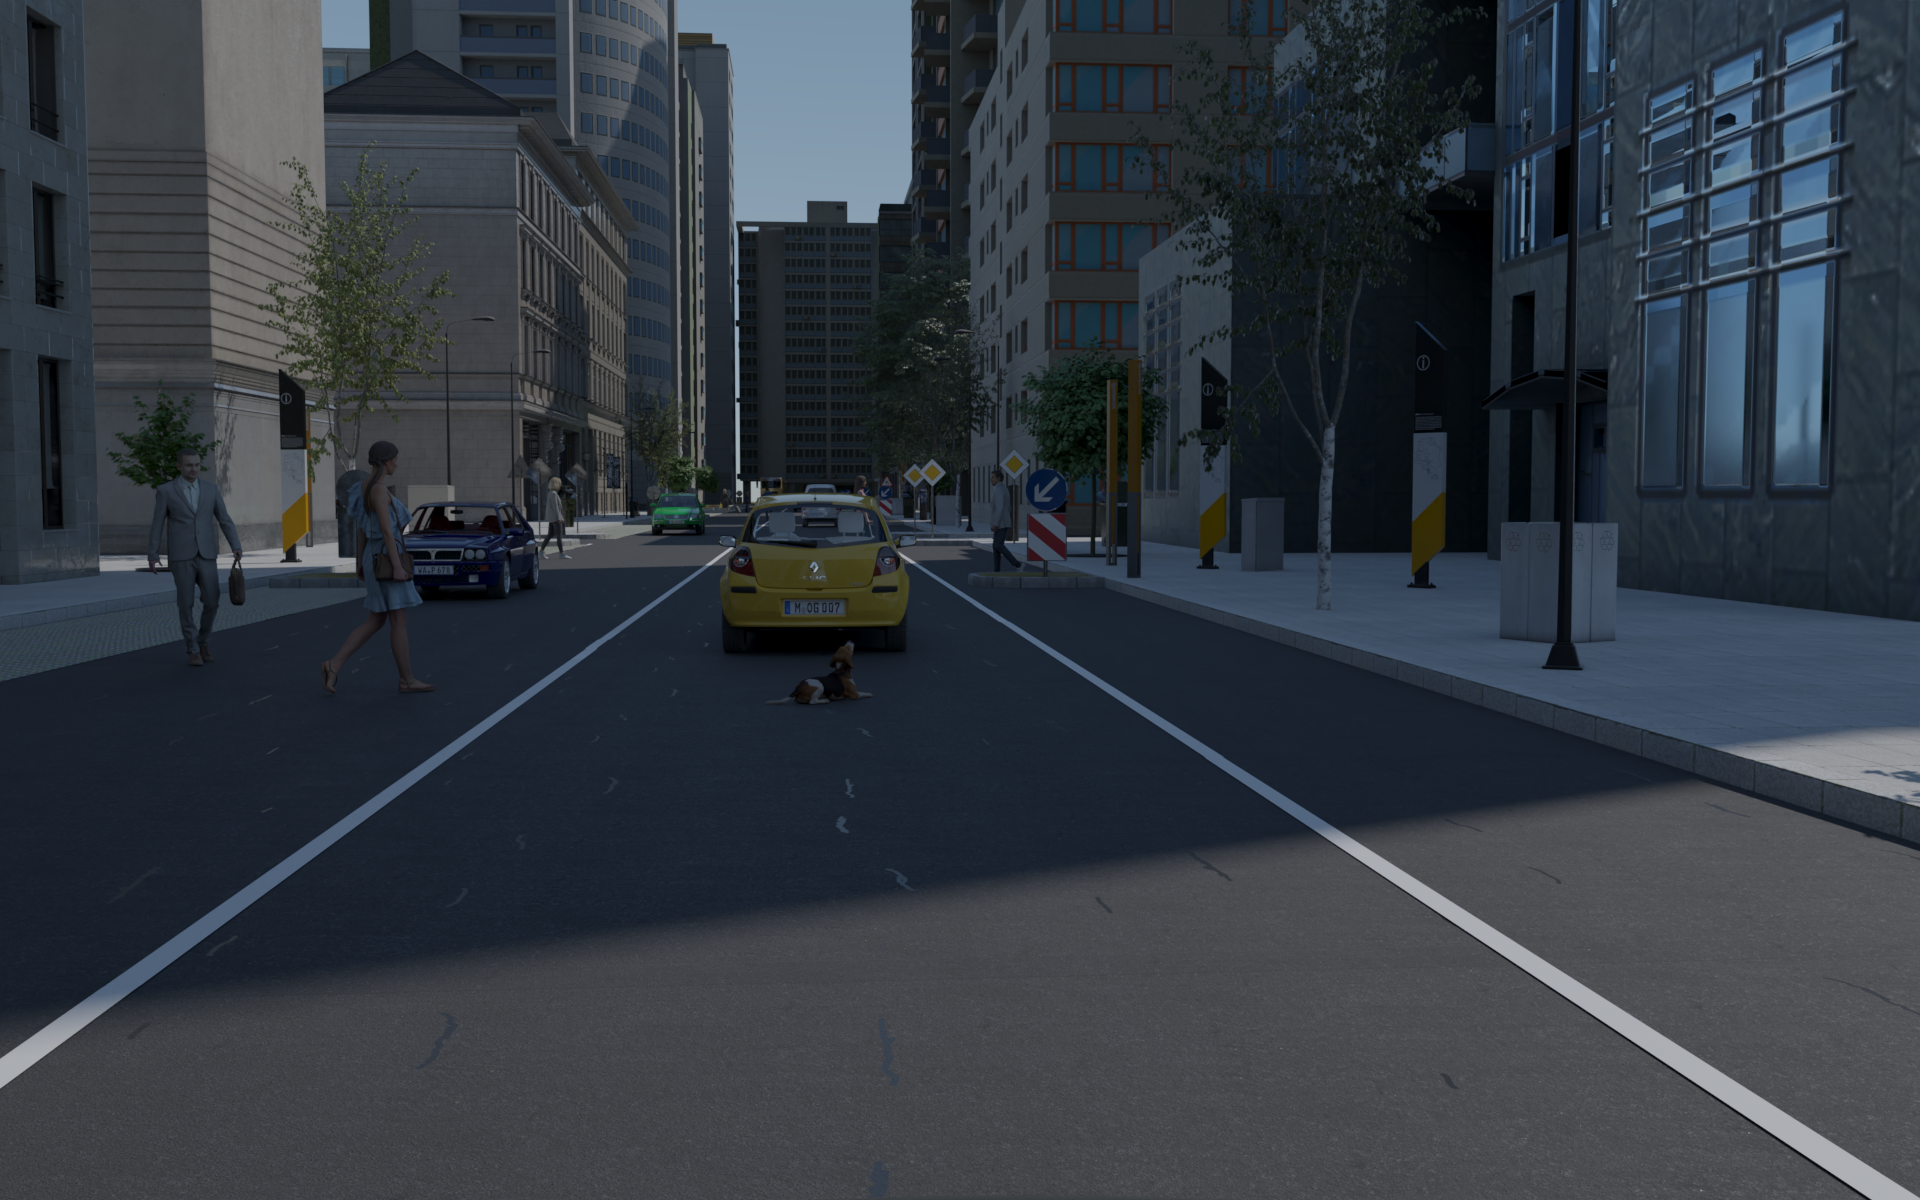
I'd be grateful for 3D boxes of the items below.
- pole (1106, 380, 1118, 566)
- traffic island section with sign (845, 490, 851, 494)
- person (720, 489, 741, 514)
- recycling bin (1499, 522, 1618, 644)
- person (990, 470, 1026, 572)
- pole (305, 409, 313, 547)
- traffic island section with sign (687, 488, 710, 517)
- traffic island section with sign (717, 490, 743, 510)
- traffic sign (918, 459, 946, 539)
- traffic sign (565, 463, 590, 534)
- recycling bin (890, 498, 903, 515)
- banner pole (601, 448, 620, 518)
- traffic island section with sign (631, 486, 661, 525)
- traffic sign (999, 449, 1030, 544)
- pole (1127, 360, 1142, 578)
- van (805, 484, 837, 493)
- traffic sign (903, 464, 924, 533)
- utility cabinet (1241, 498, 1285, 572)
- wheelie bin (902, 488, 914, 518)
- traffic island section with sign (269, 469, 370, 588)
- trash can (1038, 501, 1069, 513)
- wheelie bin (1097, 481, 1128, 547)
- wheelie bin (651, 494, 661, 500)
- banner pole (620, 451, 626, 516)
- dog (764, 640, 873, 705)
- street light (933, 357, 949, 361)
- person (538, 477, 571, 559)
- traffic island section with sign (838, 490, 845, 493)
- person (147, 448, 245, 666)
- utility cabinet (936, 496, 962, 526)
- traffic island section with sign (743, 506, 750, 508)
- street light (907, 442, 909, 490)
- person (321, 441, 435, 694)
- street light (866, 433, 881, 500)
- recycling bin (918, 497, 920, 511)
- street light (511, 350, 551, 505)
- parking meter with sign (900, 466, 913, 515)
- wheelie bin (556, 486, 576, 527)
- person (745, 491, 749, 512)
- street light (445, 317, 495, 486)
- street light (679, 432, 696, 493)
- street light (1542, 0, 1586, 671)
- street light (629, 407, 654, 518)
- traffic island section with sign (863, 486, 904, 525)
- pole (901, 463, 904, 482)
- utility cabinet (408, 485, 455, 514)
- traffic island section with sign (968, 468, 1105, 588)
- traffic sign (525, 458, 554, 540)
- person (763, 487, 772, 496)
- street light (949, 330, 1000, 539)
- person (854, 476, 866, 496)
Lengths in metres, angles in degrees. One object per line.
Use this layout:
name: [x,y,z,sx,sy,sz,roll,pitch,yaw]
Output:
pole: [2.725,-2.275,31.042,0.158,3.312,0.155,0,3,0]
traffic island section with sign: [-6.068,-6.156,109.276,1.989,1.847,2.006,0,4,-5]
person: [-16.837,-7.218,126.730,1.509,1.804,0.699,1,4,12]
recycling bin: [5.263,-0.164,15.241,0.722,1.027,0.722,-2,4,-29]
person: [0.760,-1.279,29.265,0.795,1.843,0.661,1,4,15]
pole: [-15.684,-2.924,41.657,0.158,3.312,0.155,0,3,0]
traffic island section with sign: [-16.725,-6.116,108.621,1.989,1.847,2.006,0,4,-5]
traffic island section with sign: [-21.063,-9.127,157.850,1.989,1.847,2.006,0,4,-5]
traffic sign: [-0.784,-2.778,49.062,0.795,2.450,0.064,0,4,-5]
traffic sign: [-12.390,-3.207,56.077,0.795,2.450,0.064,0,4,-5]
recycling bin: [-3.884,-5.711,105.921,0.722,1.027,0.722,-1,4,-13]
banner pole: [-19.041,-6.337,93.625,0.401,3.779,0.863,3,5,43]
traffic island section with sign: [-14.282,-4.425,80.972,1.989,1.847,2.006,0,4,-5]
traffic sign: [1.391,-2.646,44.448,0.795,2.450,0.064,0,4,-1]
pole: [2.664,-1.992,26.419,0.158,3.312,0.155,0,3,0]
van: [-6.108,-4.227,76.126,2.013,2.044,4.112,0,4,-4]
traffic sign: [-1.487,-3.264,57.016,0.795,2.450,0.064,0,4,-5]
utility cabinet: [5.076,-1.095,29.063,0.306,1.237,1.020,3,4,37]
wheelie bin: [-2.726,-5.158,92.235,0.693,1.594,0.980,0,4,8]
traffic island section with sign: [-9.534,-1.134,27.162,1.989,1.847,2.006,0,4,-5]
trash can: [2.034,-1.621,38.153,0.748,1.137,0.748,0,3,0]
wheelie bin: [3.764,-2.110,42.404,0.980,1.594,0.693,-1,4,-13]
wheelie bin: [-18.711,-6.048,106.789,0.693,1.594,0.980,0,4,6]
banner pole: [-19.980,-6.826,101.628,0.863,3.779,0.401,-1,4,-8]
dog: [-0.981,0.500,12.025,0.748,0.427,0.550,0,4,-2]
street light: [-0.205,-5.285,58.945,1.470,5.913,1.316,0,4,-5]
person: [-8.995,-1.813,38.323,0.728,1.800,0.709,-1,4,-17]
traffic island section with sign: [-12.914,-10.900,186.843,1.989,1.847,2.006,0,4,-5]
person: [-6.395,-0.360,14.503,0.709,1.813,0.853,-3,5,-41]
utility cabinet: [-0.444,-3.585,69.770,1.020,1.237,0.306,2,4,26]
traffic island section with sign: [-23.438,-10.769,184.701,1.989,1.847,2.006,0,4,-5]
street light: [-3.391,-7.509,95.314,1.470,5.913,1.316,0,4,-5]
person: [-4.147,-0.230,12.354,0.778,1.811,0.616,-2,4,-29]
street light: [-6.600,-9.751,131.967,1.470,5.913,1.316,0,4,-5]
recycling bin: [-2.691,-7.265,131.337,0.722,1.027,0.722,-2,4,-32]
street light: [-13.854,-5.090,55.766,1.470,5.913,1.316,0,4,-5]
parking meter with sign: [-3.382,-6.821,107.783,0.543,3.016,1.738,-2,4,-33]
wheelie bin: [-15.225,-3.607,66.883,0.693,1.594,0.980,1,4,23]
person: [-16.844,-7.806,137.052,0.530,1.710,0.541,1,4,19]
street light: [-12.871,-4.458,45.423,1.470,5.913,1.316,0,4,-5]
street light: [-20.345,-9.577,129.120,1.470,5.913,1.316,0,4,-5]
street light: [3.907,-2.446,12.535,1.470,5.913,1.316,0,4,-5]
street light: [-17.068,-7.361,92.889,1.470,5.913,1.316,0,4,-5]
traffic island section with sign: [-3.681,-4.497,82.148,1.989,1.847,2.006,0,4,-5]
pole: [-3.759,-7.345,113.932,0.158,3.312,0.155,0,3,0]
utility cabinet: [-13.196,-2.116,43.277,1.173,1.500,0.318,1,4,19]
traffic island section with sign: [1.155,-1.148,27.400,1.989,1.847,2.006,0,4,-5]
traffic sign: [-11.688,-2.721,48.123,0.795,2.450,0.064,0,4,-5]
person: [-10.219,-5.122,92.425,0.721,1.800,0.419,-1,4,-16]
street light: [0.550,-4.684,49.129,1.470,5.913,1.316,0,4,-5]
person: [-2.079,-1.749,37.106,0.388,1.821,0.555,-2,4,-30]
